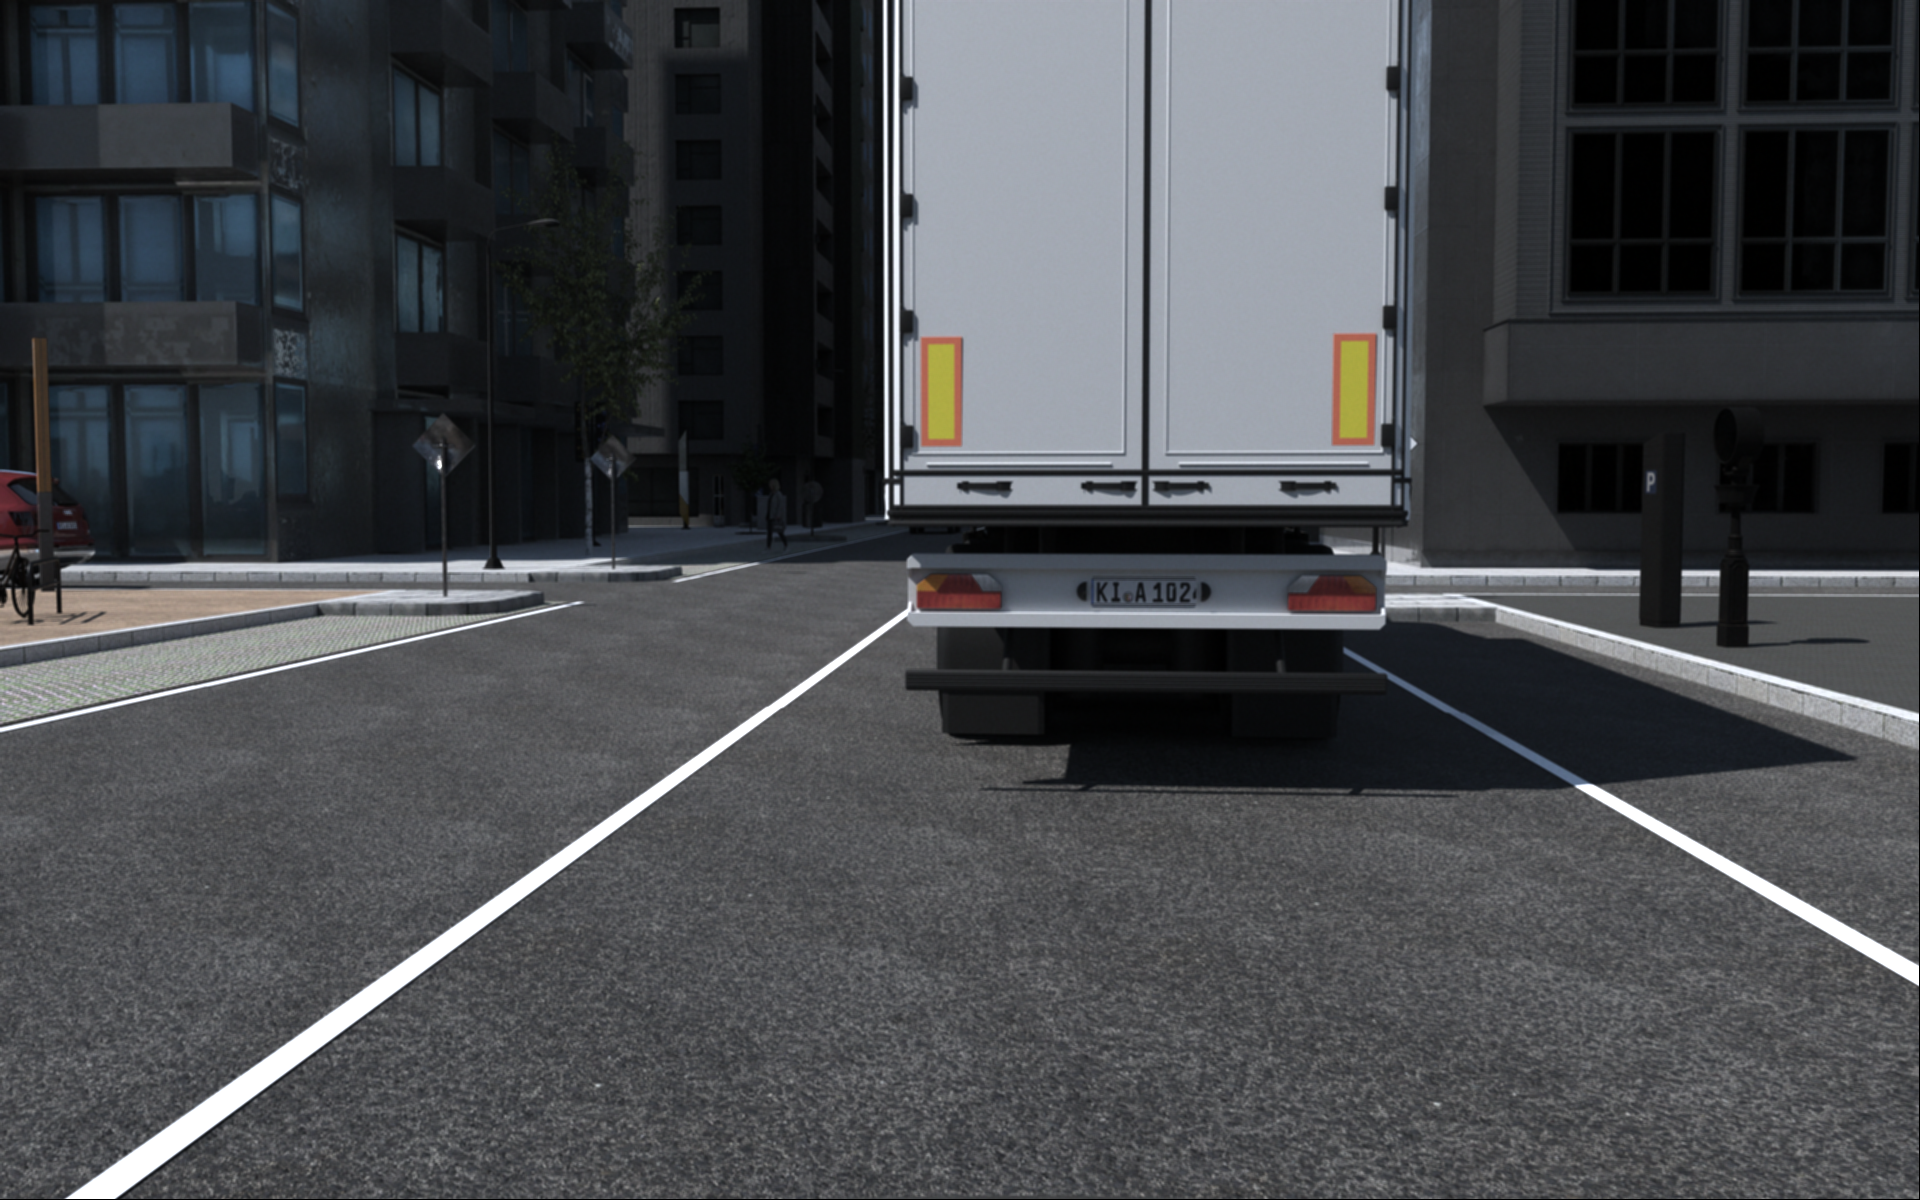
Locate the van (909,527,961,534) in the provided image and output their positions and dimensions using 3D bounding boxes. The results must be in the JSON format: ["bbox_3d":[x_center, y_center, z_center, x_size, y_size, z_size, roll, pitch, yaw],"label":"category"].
[{"bbox_3d":[-0.899,-3.481,63.924,2.013,2.044,4.112,0,4,5],"label":"van"}]

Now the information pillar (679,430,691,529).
[{"bbox_3d":[-10.050,-4.387,63.082,0.504,3.616,0.183,3,5,45],"label":"information pillar"}]

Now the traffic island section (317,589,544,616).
[{"bbox_3d":[-6.453,0.039,21.645,2.009,0.180,2.903,0,4,4],"label":"traffic island section"}]

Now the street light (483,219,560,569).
[{"bbox_3d":[-7.450,-3.482,29.466,1.470,5.913,1.316,0,4,4],"label":"street light"}]

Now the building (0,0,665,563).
[{"bbox_3d":[-21.411,-25.958,44.027,23.786,49.044,30.456,0,4,4],"label":"building"}]

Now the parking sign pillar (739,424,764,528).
[{"bbox_3d":[-7.774,-4.766,66.400,1.447,3.967,1.447,-1,4,-10],"label":"parking sign pillar"}]

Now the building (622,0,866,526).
[{"bbox_3d":[-11.906,-18.506,74.275,14.160,30.474,14.107,0,4,4],"label":"building"}]

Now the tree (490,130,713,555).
[{"bbox_3d":[-7.515,-5.237,35.985,4.737,8.622,4.395,0,3,0],"label":"tree"}]

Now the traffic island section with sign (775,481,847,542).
[{"bbox_3d":[-4.483,-2.682,52.473,1.989,1.847,2.006,0,4,4],"label":"traffic island section with sign"}]

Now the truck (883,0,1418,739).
[{"bbox_3d":[1.349,-1.504,13.510,2.839,4.237,11.283,0,4,5],"label":"truck"}]

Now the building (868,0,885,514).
[{"bbox_3d":[-10.486,-26.188,111.771,14.154,41.232,14.086,0,4,4],"label":"building"}]

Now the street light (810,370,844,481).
[{"bbox_3d":[-5.054,-5.657,65.034,1.470,5.913,1.316,0,4,4],"label":"street light"}]

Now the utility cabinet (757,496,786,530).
[{"bbox_3d":[-6.759,-3.118,62.136,1.020,1.237,0.306,0,4,0],"label":"utility cabinet"}]

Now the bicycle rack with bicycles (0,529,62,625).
[{"bbox_3d":[-10.306,-0.240,17.300,2.852,0.926,2.925,-1,4,-18],"label":"bicycle rack with bicycles"}]

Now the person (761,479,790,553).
[{"bbox_3d":[-4.387,-2.010,41.550,0.728,1.800,0.709,-3,4,-36],"label":"person"}]

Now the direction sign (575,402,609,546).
[{"bbox_3d":[-9.057,-3.101,42.699,0.876,3.537,0.379,-2,4,-35],"label":"direction sign"}]

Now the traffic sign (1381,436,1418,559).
[{"bbox_3d":[5.091,-1.051,20.827,0.795,2.450,0.064,0,4,4],"label":"traffic sign"}]

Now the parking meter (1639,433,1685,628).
[{"bbox_3d":[6.778,-0.674,16.733,0.255,1.863,0.399,0,4,-5],"label":"parking meter"}]

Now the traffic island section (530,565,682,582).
[{"bbox_3d":[-5.943,-0.449,29.614,2.009,0.180,2.903,0,4,4],"label":"traffic island section"}]

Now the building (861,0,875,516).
[{"bbox_3d":[-12.444,-27.272,96.013,14.600,45.320,14.200,0,4,4],"label":"building"}]

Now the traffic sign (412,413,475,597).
[{"bbox_3d":[-6.429,-1.097,21.582,0.795,2.450,0.064,0,4,4],"label":"traffic sign"}]

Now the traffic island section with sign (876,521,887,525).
[{"bbox_3d":[-2.769,-4.327,79.374,1.989,1.847,2.006,0,4,4],"label":"traffic island section with sign"}]

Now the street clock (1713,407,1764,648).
[{"bbox_3d":[6.495,-0.608,14.505,0.358,2.002,0.471,0,3,0],"label":"street clock"}]

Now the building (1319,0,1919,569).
[{"bbox_3d":[23.227,-13.129,33.731,30.058,24.678,14.314,0,4,4],"label":"building"}]

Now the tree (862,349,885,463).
[{"bbox_3d":[-5.113,-8.284,85.800,4.360,8.622,3.978,0,3,0],"label":"tree"}]

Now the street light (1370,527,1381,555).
[{"bbox_3d":[7.290,-3.668,32.511,1.470,5.913,1.316,0,4,4],"label":"street light"}]

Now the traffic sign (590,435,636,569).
[{"bbox_3d":[-5.919,-1.585,29.551,0.795,2.450,0.064,0,4,4],"label":"traffic sign"}]

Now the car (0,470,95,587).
[{"bbox_3d":[-15.744,-1.043,25.721,5.304,1.827,2.281,0,4,2],"label":"car"}]

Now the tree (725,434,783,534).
[{"bbox_3d":[-6.826,-3.735,55.661,1.663,3.219,1.824,0,3,0],"label":"tree"}]

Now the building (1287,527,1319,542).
[{"bbox_3d":[19.712,-15.753,62.081,19.350,26.468,34.151,0,4,4],"label":"building"}]

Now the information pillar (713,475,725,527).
[{"bbox_3d":[-9.262,-3.796,66.561,0.304,2.012,0.304,2,4,25],"label":"information pillar"}]

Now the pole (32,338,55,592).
[{"bbox_3d":[-12.050,-1.769,22.772,0.158,3.312,0.155,0,3,0],"label":"pole"}]

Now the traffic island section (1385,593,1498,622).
[{"bbox_3d":[5.115,0.084,20.903,2.009,0.180,2.903,0,4,4],"label":"traffic island section"}]
